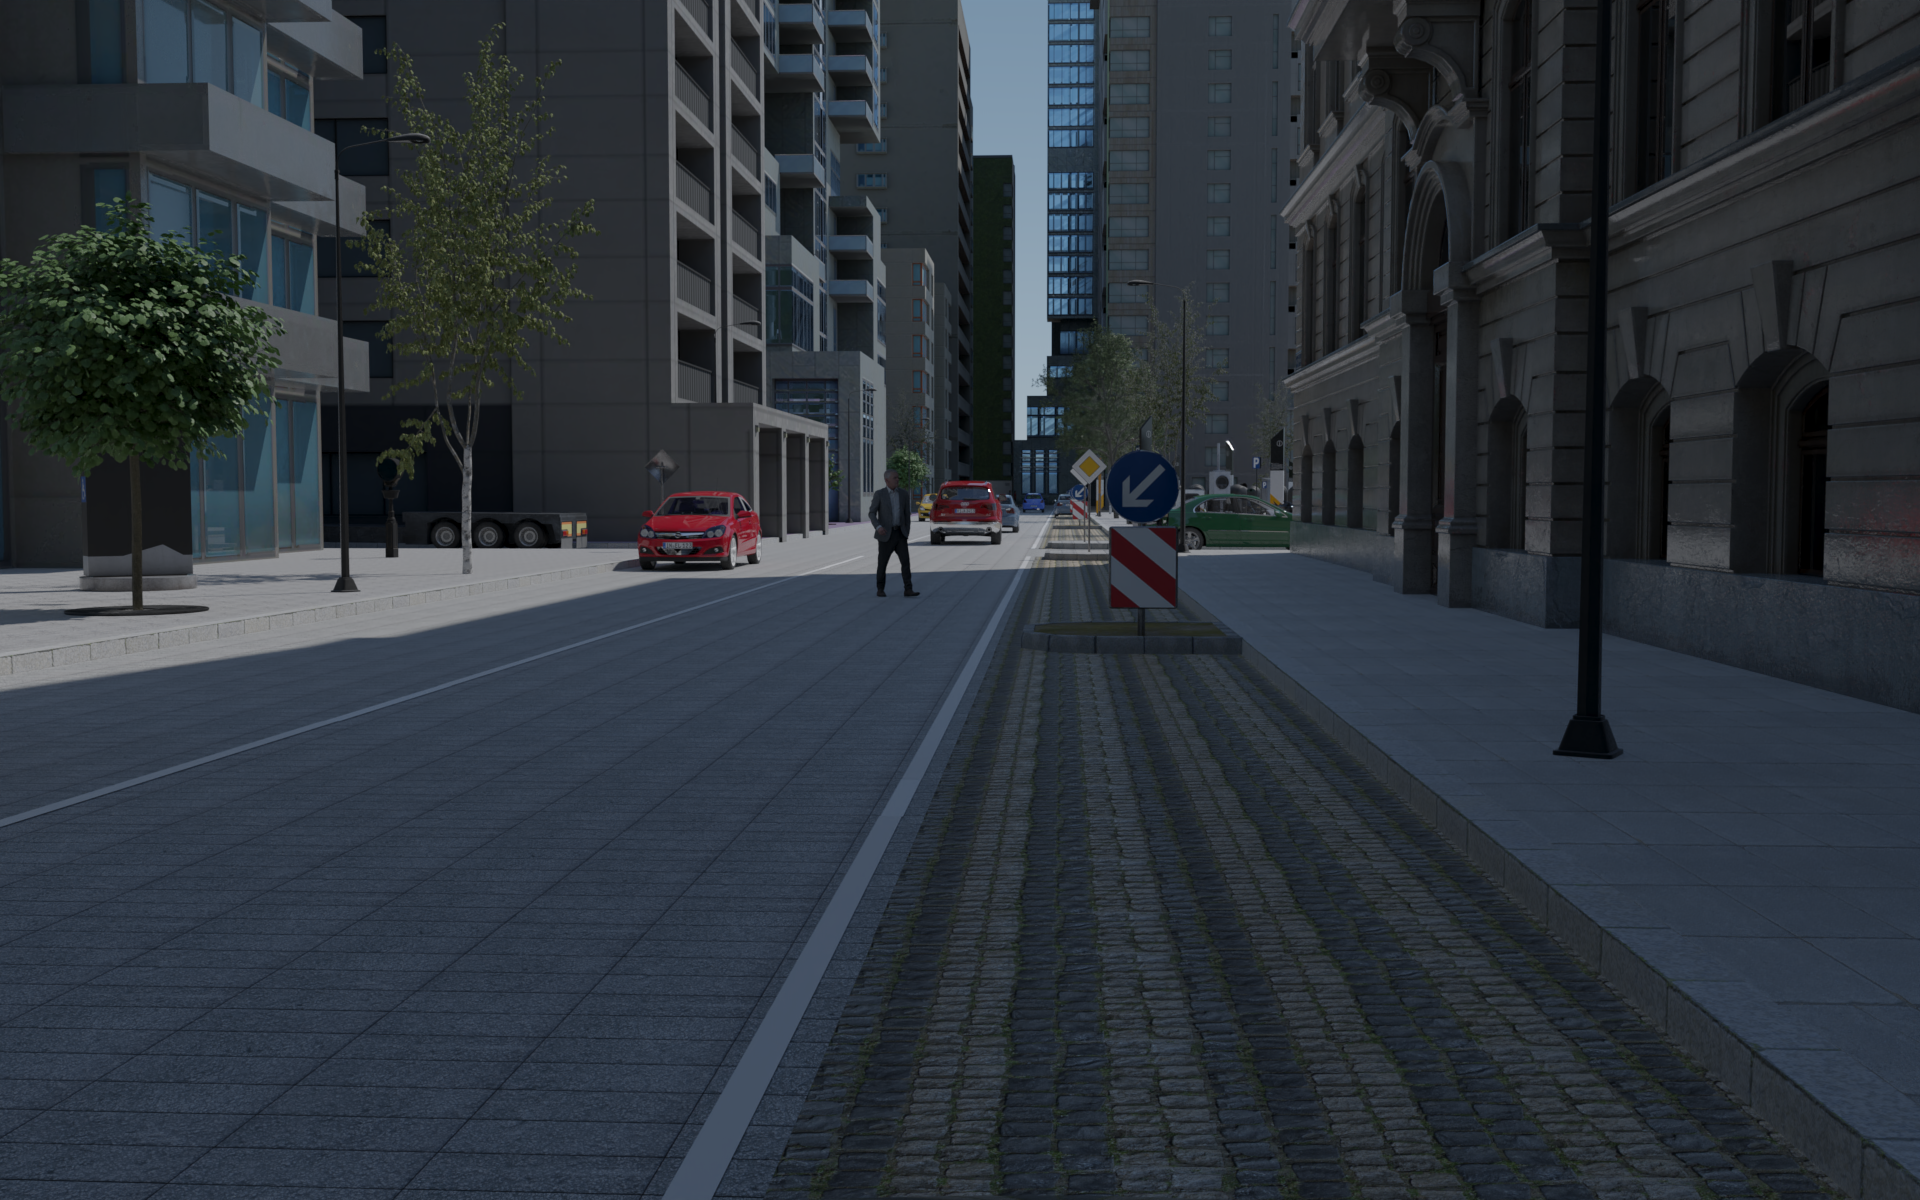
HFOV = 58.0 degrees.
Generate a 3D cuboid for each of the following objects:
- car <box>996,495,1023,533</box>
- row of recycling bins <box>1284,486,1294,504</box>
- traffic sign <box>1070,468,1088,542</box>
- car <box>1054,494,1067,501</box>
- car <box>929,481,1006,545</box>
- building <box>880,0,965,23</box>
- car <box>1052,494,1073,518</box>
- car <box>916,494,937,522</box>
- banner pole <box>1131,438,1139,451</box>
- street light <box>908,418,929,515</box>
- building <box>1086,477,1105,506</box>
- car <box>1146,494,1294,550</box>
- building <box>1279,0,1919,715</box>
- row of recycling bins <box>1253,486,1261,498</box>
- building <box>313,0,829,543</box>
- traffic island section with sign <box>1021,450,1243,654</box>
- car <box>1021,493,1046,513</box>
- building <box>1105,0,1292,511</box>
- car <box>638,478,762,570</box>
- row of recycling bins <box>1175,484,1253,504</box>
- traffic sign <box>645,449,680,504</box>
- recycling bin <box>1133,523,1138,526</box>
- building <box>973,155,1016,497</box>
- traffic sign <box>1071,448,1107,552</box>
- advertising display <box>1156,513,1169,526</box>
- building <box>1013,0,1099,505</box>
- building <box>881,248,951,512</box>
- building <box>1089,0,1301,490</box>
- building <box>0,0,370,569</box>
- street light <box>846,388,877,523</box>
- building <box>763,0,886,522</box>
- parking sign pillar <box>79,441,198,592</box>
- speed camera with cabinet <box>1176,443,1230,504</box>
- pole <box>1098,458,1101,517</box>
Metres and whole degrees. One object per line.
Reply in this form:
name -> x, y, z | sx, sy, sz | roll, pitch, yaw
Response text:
car -> 1.367, -3.264, 65.364 | 2.014, 1.417, 4.499 | 0, 4, 3
row of recycling bins -> 14.950, -4.112, 74.339 | 3.534, 1.692, 1.069 | 2, 4, 34
traffic sign -> 3.324, -2.604, 46.218 | 0.795, 2.450, 0.064 | 0, 4, 3
car -> 8.014, -7.275, 129.170 | 2.015, 1.641, 3.980 | 0, 4, 2
car -> 0.210, -2.565, 50.609 | 2.281, 1.827, 5.304 | 0, 4, 2
building -> -10.198, -32.906, 161.722 | 21.300, 48.544, 21.600 | 0, 4, 3
car -> 6.561, -5.652, 104.417 | 2.014, 1.417, 4.499 | 0, 4, 3
car -> -1.270, -4.941, 91.001 | 2.015, 1.641, 3.980 | 0, 4, 2
banner pole -> 7.905, -5.357, 77.598 | 0.401, 3.779, 0.863 | -3, 5, -43
street light -> -2.565, -8.153, 105.848 | 1.470, 5.913, 1.316 | 0, 4, 3
building -> 23.784, -45.617, 184.095 | 20.563, 71.187, 20.611 | 0, 4, 3
car -> 6.796, -1.827, 41.670 | 4.920, 1.459, 2.131 | 0, 4, 2
building -> 11.374, -12.289, 20.009 | 14.460, 24.649, 34.723 | 0, 4, 3
row of recycling bins -> 14.403, -5.133, 91.036 | 1.069, 1.692, 3.534 | -3, 5, -39
building -> -15.103, -37.734, 55.208 | 20.563, 71.187, 20.611 | 0, 4, 3
traffic island section with sign -> 1.581, -0.473, 16.356 | 1.989, 1.847, 2.006 | 0, 4, 3
car -> 5.707, -7.630, 134.335 | 1.945, 1.707, 3.694 | 0, 4, 2
building -> 18.849, -27.921, 140.101 | 14.154, 41.232, 14.086 | 0, 4, 3
car -> -5.084, -1.535, 34.137 | 2.155, 1.783, 4.494 | 0, 4, 3
row of recycling bins -> 10.493, -4.072, 73.686 | 3.534, 1.692, 1.069 | -1, 4, -10
traffic sign -> -6.673, -2.152, 38.827 | 0.795, 2.450, 0.064 | 0, 4, 3
recycling bin -> 5.784, -2.483, 53.155 | 0.722, 1.027, 0.722 | -3, 5, -40
building -> -0.275, -32.316, 211.953 | 14.086, 41.232, 14.154 | 0, 4, 3
traffic sign -> 2.853, -2.116, 38.246 | 0.795, 2.450, 0.064 | 0, 4, 3
advertising display -> 4.212, -1.883, 35.999 | 0.123, 1.923, 0.974 | 1, 4, 15
building -> 22.473, -55.089, 213.383 | 31.000, 86.520, 22.319 | 0, 4, 3
building -> -15.401, -17.868, 137.175 | 27.650, 21.520, 28.899 | 0, 4, 3
building -> 26.469, -34.914, 160.088 | 28.713, 52.752, 27.495 | 0, 4, 3
building -> -27.809, -25.057, 29.291 | 30.456, 49.044, 23.786 | 0, 4, 3
street light -> -4.351, -6.344, 76.260 | 1.470, 5.913, 1.316 | 0, 4, 3
building -> -14.715, -47.653, 91.797 | 22.319, 86.520, 31.000 | 0, 4, 3
parking sign pillar -> -11.107, -2.131, 23.315 | 1.447, 3.967, 1.447 | -2, 4, -35
speed camera with cabinet -> 9.418, -4.450, 67.096 | 2.038, 3.252, 0.660 | -1, 4, -13
pole -> 7.866, -6.343, 97.557 | 0.158, 3.312, 0.155 | 0, 3, 0
